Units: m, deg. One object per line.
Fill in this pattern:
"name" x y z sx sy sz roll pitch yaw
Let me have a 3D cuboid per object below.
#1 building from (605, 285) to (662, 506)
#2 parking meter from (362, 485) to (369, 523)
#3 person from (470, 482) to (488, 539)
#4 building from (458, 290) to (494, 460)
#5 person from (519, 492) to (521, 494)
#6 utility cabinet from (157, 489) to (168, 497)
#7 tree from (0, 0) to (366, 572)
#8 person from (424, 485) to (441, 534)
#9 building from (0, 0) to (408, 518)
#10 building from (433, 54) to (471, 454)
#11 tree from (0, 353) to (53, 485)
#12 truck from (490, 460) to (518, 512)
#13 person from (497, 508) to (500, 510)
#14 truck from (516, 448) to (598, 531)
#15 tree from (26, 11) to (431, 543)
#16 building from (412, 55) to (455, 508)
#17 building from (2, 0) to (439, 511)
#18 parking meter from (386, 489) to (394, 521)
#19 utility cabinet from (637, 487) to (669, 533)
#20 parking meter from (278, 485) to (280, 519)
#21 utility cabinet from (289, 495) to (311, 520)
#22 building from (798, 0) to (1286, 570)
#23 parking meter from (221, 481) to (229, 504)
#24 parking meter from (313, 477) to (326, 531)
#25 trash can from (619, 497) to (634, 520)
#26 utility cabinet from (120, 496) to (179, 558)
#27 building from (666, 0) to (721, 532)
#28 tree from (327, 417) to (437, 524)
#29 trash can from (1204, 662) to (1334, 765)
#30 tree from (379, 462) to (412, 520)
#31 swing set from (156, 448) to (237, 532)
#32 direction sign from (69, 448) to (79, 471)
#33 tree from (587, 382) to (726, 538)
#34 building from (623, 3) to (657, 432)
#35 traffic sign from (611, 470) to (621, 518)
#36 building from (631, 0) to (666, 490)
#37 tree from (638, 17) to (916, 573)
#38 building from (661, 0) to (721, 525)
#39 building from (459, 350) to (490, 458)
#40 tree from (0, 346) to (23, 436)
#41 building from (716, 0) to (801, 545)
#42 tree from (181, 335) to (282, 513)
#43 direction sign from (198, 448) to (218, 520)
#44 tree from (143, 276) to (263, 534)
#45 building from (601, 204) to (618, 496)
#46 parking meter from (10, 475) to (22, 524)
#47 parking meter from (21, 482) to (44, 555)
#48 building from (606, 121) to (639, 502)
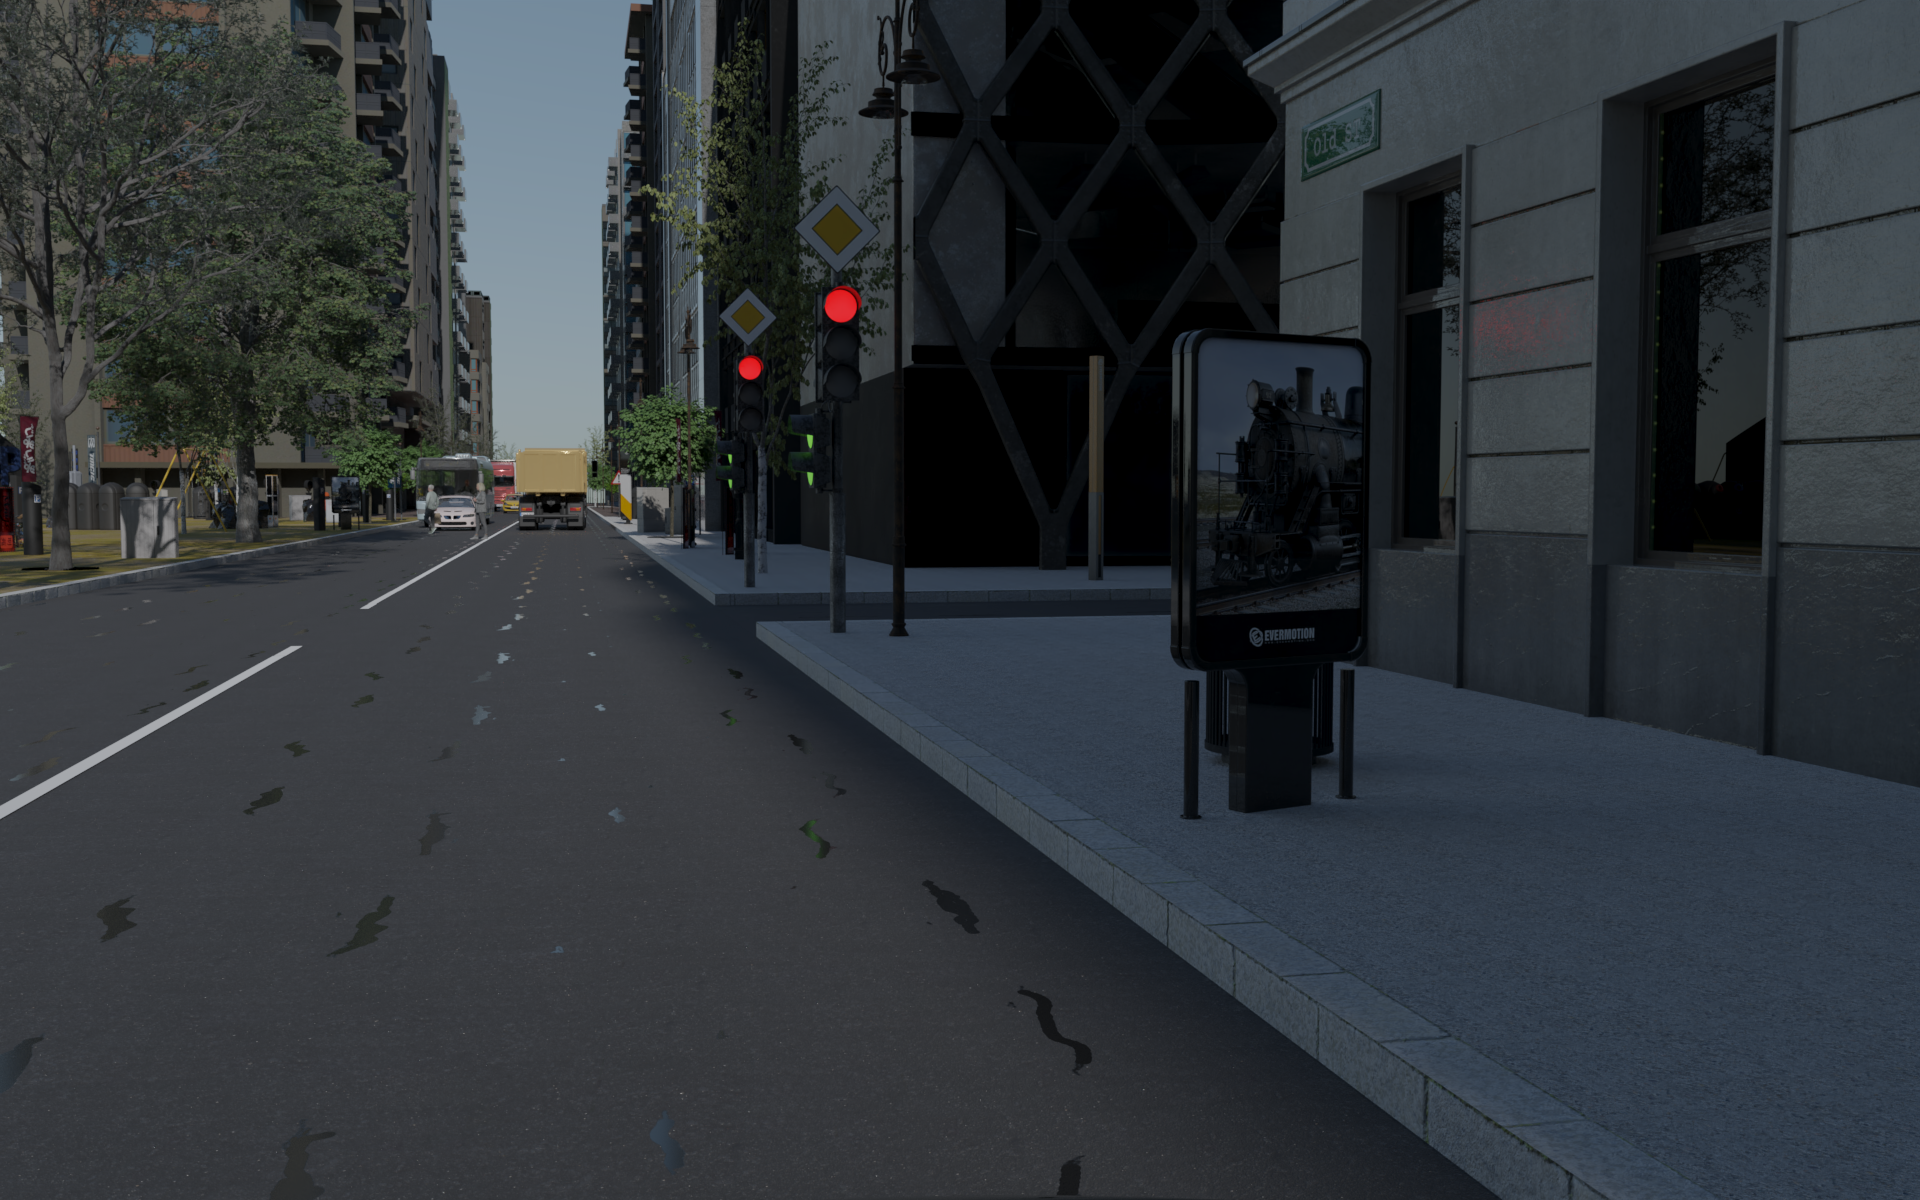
"building" -24.732 -31.104 200.433 32.217 40.220 23.993 -1 4 -13
"parking meter" -26.791 -4.433 78.188 0.255 1.863 0.399 -3 5 -41
"person" -15.218 -2.822 54.831 0.526 1.800 0.537 -2 4 -28
"building" -72.596 -28.706 241.050 14.160 30.474 14.107 -1 4 -13
"person" -56.898 -13.163 223.845 1.348 1.807 0.705 1 4 18
"utility cabinet" -37.781 -4.489 82.077 0.318 1.500 1.173 -2 4 -34
"tree" -15.024 -7.247 28.863 12.009 13.543 11.850 0 3 0
"person" -19.120 -3.297 62.888 0.515 1.767 0.782 1 4 16
"building" -46.305 -27.606 105.990 22.147 44.769 28.867 -1 4 -13
"building" -65.829 -34.864 189.635 23.786 49.044 30.456 -1 4 -13
"tree" -47.726 -8.347 86.835 4.360 8.622 3.978 0 3 0
"truck" -37.784 -9.409 142.751 2.839 4.237 11.283 -1 4 -13
"person" -42.591 -9.241 159.675 0.705 1.814 1.350 0 3 0
"truck" -16.739 -4.622 71.490 3.469 3.379 9.791 -1 4 -11
"tree" -18.961 -8.490 45.460 9.857 13.997 8.962 0 3 0
"building" -53.316 -28.857 155.412 14.154 41.232 14.086 -1 4 -13
"building" -54.946 -33.236 132.653 28.713 52.752 27.495 -1 4 -13
"parking meter" -27.627 -4.618 83.912 0.372 1.533 0.369 0 3 0
"utility cabinet" -10.133 -2.969 57.224 0.318 1.500 1.173 2 4 35
"parking meter" -35.743 -5.180 90.410 0.255 1.863 0.399 3 5 39
"utility cabinet" -32.516 -4.539 85.377 0.306 1.237 1.020 3 5 40
"building" 6.038 -10.327 36.292 16.811 18.784 16.820 -1 4 -13
"parking meter" -33.544 -4.486 79.061 0.255 1.863 0.399 -2 4 -33
"parking meter" -22.442 -3.362 60.676 0.255 1.863 0.399 1 4 14
"trash can" -16.258 -4.458 84.547 0.748 1.137 0.748 0 3 0
"utility cabinet" -16.289 -1.446 34.808 1.020 1.237 0.306 -1 4 -10
"building" -5.065 -15.382 69.525 12.078 24.808 19.932 -1 4 -13
"tree" -25.422 -5.539 74.280 4.285 4.588 4.351 0 3 0
"trash can" 1.482 0.206 8.284 0.748 1.137 0.748 0 3 0
"tree" -28.051 -5.570 85.668 1.663 3.219 1.824 0 3 0
"swing set" -26.567 -3.832 60.270 2.862 2.851 3.119 0 4 -7
"direction sign" -44.175 -5.752 86.046 0.876 3.537 0.379 1 4 9
"tree" -8.548 -4.102 50.782 4.285 4.588 4.351 0 3 0
"building" -18.973 -30.755 157.475 22.147 44.769 28.867 -1 4 -13
"traffic sign" -18.644 -5.794 94.740 0.884 2.594 0.081 0 4 -5
"building" -14.840 -42.449 132.285 20.563 71.187 20.611 -1 4 -13
"tree" -2.973 -4.743 27.912 4.737 8.622 4.395 0 3 0
"building" -8.602 -16.581 89.125 12.078 24.808 19.932 -1 4 -13
"building" -74.353 -22.867 218.921 27.650 21.520 28.899 -1 4 -13
"tree" -43.979 -7.662 75.631 4.737 8.622 4.395 0 3 0
"building" -0.458 -13.617 52.308 12.332 23.373 15.834 -1 4 -13
"tree" -30.157 -7.447 72.122 4.737 8.622 4.395 0 3 0
"direction sign" -36.700 -5.664 84.606 0.876 3.537 0.379 -1 4 -8
"tree" -24.657 -6.419 55.310 4.360 8.622 3.978 0 3 0
"building" -43.804 -34.471 247.190 14.154 41.232 14.086 -1 4 -13
"parking meter" -29.345 -2.953 53.992 0.255 1.863 0.399 1 4 17
"parking meter" -19.531 -1.716 36.470 0.372 1.533 0.369 0 3 0
"building" -34.491 -37.077 225.820 23.786 49.044 30.456 -1 4 -13
